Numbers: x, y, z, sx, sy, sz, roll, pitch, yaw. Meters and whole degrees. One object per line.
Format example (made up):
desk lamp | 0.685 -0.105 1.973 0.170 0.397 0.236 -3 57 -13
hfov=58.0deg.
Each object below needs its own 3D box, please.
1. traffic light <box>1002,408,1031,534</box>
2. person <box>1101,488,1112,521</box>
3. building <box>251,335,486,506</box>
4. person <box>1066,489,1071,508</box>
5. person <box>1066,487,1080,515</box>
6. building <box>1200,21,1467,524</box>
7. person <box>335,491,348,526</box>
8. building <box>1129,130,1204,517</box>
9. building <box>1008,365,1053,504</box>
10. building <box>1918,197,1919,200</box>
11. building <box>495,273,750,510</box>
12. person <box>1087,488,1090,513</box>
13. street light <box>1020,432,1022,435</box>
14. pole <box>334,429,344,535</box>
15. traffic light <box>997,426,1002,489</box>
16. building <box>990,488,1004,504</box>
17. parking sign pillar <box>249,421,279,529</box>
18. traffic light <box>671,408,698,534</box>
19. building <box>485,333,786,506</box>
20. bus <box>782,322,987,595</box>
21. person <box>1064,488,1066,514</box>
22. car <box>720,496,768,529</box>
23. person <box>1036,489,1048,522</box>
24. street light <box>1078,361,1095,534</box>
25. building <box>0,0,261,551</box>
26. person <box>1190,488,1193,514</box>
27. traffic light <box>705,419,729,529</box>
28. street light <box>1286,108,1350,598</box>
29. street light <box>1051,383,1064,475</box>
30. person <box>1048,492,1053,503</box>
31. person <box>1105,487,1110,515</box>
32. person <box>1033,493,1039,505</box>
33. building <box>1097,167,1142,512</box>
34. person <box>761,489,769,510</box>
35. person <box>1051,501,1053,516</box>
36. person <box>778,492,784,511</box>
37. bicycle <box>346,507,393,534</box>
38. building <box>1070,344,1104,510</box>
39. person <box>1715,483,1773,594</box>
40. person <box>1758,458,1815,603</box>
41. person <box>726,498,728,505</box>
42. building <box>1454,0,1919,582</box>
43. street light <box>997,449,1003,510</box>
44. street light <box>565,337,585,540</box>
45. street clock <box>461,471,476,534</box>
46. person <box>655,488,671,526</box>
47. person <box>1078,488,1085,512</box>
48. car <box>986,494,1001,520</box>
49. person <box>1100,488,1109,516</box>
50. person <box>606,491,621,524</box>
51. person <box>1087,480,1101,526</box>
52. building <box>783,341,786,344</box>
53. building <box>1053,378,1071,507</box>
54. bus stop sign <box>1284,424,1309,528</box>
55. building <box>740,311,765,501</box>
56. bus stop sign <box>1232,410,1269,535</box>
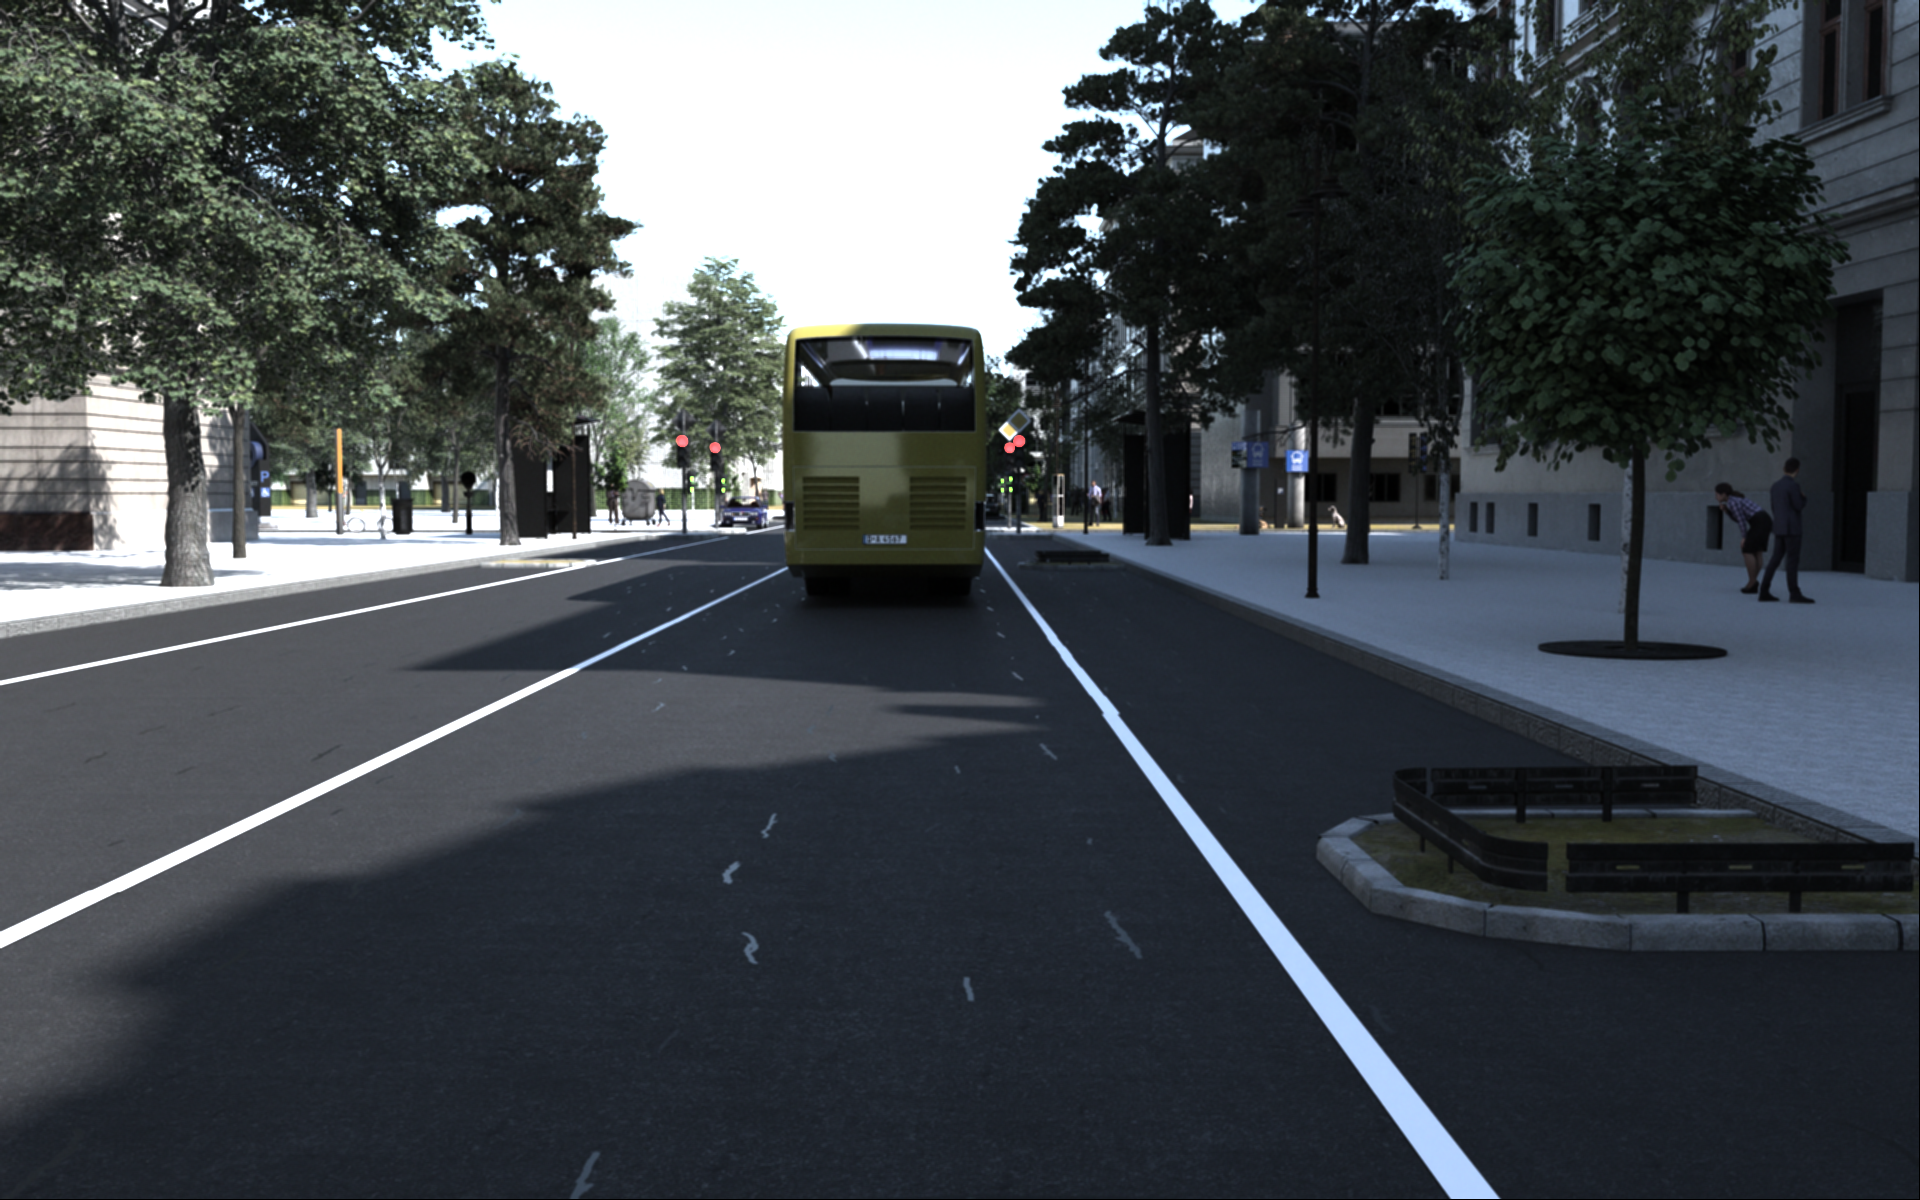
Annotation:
traffic light | 1.879 -4.080 55.954 0.839 4.213 0.868 0 4 -1
person | 6.932 -4.509 81.984 0.590 1.554 0.614 -1 4 -9
building | -67.698 -20.274 197.936 31.486 18.905 16.747 0 4 -1
person | 10.237 -9.630 163.580 1.350 1.814 0.705 -1 4 -21
person | 6.906 -5.941 103.870 0.565 1.739 0.600 -2 4 -35
building | 26.908 -15.859 78.355 30.058 24.678 14.314 0 4 -1
person | -24.823 -3.794 69.549 0.593 1.643 0.415 0 4 4
building | 16.271 -16.831 104.059 11.050 23.489 19.941 0 4 -1
building | 22.746 -22.855 240.142 31.486 18.905 16.747 0 4 -1
building | 18.498 -10.834 13.292 11.583 22.565 21.152 0 4 -1
building | -28.935 -17.633 154.755 16.747 18.905 31.486 0 4 -1
person | 8.720 -6.691 116.384 0.436 1.711 0.756 0 4 -3
street light | 3.494 -7.995 103.502 0.468 5.910 1.993 0 4 -1
pole | -19.397 -3.685 54.091 0.158 3.312 0.155 0 3 0
traffic light | 1.803 -4.568 63.939 0.839 4.213 0.868 0 4 -1
building | -6.985 -17.940 235.464 28.070 9.664 9.099 0 4 -1
parking sign pillar | -25.904 -4.608 63.814 1.447 3.967 1.447 3 5 43
traffic light | -8.881 -4.073 55.835 0.839 4.213 0.868 0 4 -1
building | -36.217 -20.315 198.615 31.486 18.905 16.747 0 4 -1
bus | -1.097 -2.194 27.423 2.896 3.916 12.252 0 4 -2
person | 6.558 -6.334 110.291 0.565 1.739 0.600 -1 4 -12
car | -8.931 -3.621 71.785 1.945 1.354 3.894 0 4 -2
person | 3.724 -4.283 78.617 0.480 1.512 0.613 3 4 36
street light | 4.048 -5.062 55.556 0.468 5.910 1.993 0 4 -1
building | -28.626 -10.912 43.044 19.286 19.102 10.561 0 4 -1
person | 7.909 -3.122 61.004 0.517 1.644 0.566 -3 5 -40
traffic light | -8.958 -4.561 63.820 0.839 4.213 0.868 0 4 -1
street light | 4.367 -2.966 21.288 0.468 5.910 1.993 0 4 -1
street light | 3.903 -5.935 69.817 0.468 5.910 1.993 0 4 -1
person | 4.952 -5.014 91.251 0.697 1.427 0.421 2 4 35
person | 8.654 -5.845 102.543 0.436 1.711 0.756 0 4 0
person | 9.274 -12.487 210.652 0.683 1.767 0.568 -1 4 -12
building | 17.276 -20.149 126.695 12.463 27.353 25.104 0 4 -1
person | -15.509 -8.025 138.077 0.655 1.722 0.431 0 4 -1
person | 5.503 -5.823 101.937 0.600 1.739 0.565 -2 4 -31
person | -13.692 -7.614 133.768 0.697 1.427 0.421 0 4 4
bicycle | -18.947 -2.594 55.635 1.543 0.972 0.635 -1 4 -19
building | 19.645 -17.870 158.636 16.747 18.905 31.486 0 4 -1
person | 10.119 -0.802 22.383 0.697 1.427 0.421 2 4 26
person | 9.797 -0.828 20.493 0.530 1.710 0.541 0 4 5
person | -14.862 -6.163 109.018 0.590 1.554 0.614 2 4 23
building | 19.832 -15.171 35.436 14.401 28.519 23.554 0 4 -1
street light | 3.184 -10.102 137.951 0.468 5.910 1.993 0 4 -1
street light | -10.897 -4.648 48.783 0.468 5.910 1.993 0 4 -1
street clock | -15.636 -3.092 55.119 0.471 2.002 0.358 -1 4 -17
person | -11.778 -3.671 68.601 0.613 1.512 0.480 -3 5 -44
person | 8.770 -7.197 124.533 0.655 1.722 0.431 -2 4 -34
car | 1.326 -5.404 98.147 2.009 1.686 4.222 0 4 -1
person | 8.410 -5.697 100.893 0.444 1.614 0.593 -2 4 -26
person | -14.904 -4.145 74.493 0.600 1.739 0.565 3 4 37
person | 5.286 -3.875 69.261 0.709 1.838 0.599 3 4 37
building | -37.505 -24.489 244.363 32.646 21.610 27.936 0 4 -1
building | 24.085 -21.246 191.346 27.936 21.610 32.646 0 4 -1
bus stop sign | 12.597 -4.642 64.906 0.837 3.901 0.837 0 4 6
building | -28.234 -19.563 176.274 16.016 20.091 11.380 0 4 -1
bus stop sign | 9.125 -4.005 54.491 0.837 3.901 0.837 -2 4 -25
